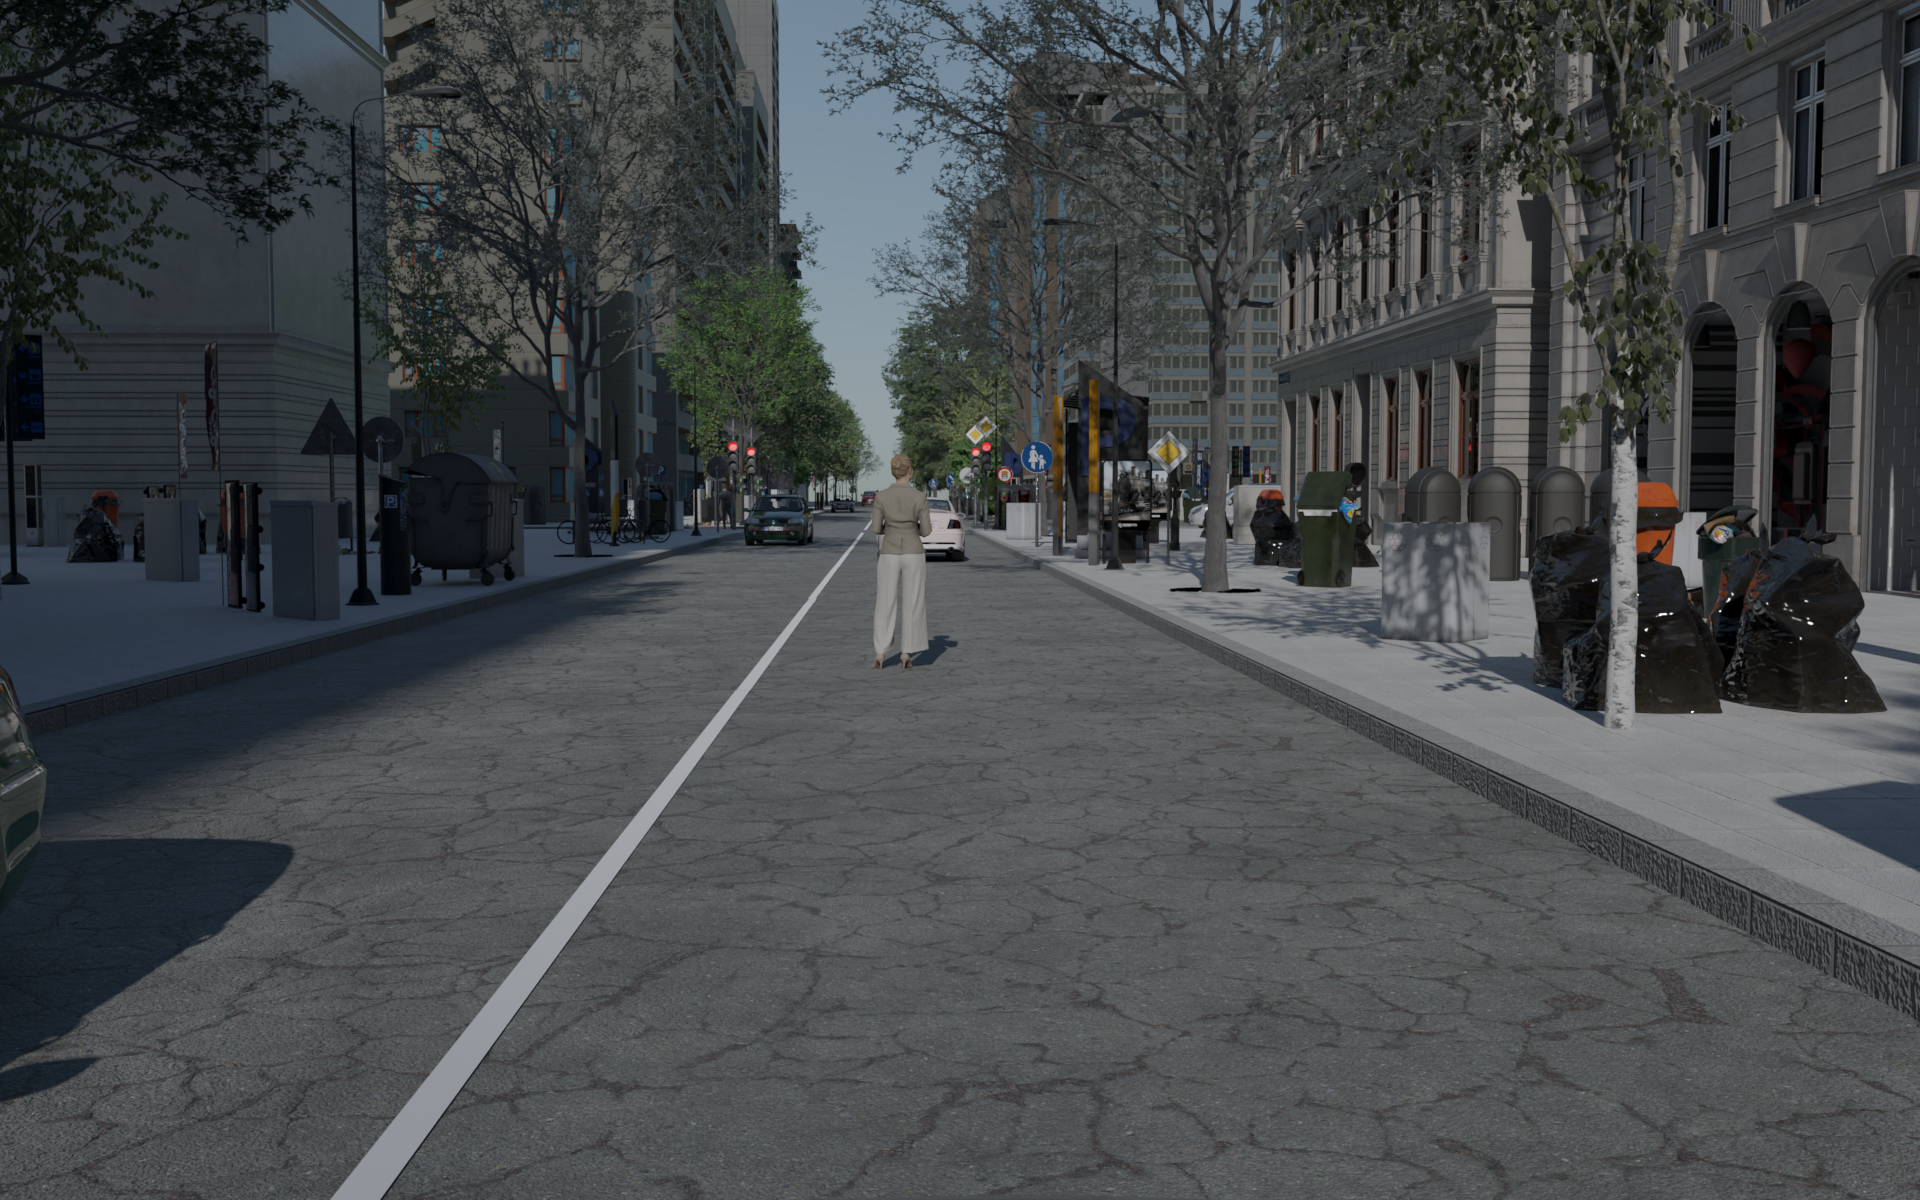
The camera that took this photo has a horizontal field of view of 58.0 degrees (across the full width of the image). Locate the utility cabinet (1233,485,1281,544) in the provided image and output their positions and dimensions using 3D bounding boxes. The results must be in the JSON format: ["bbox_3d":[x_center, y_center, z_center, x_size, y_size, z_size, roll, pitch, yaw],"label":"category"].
[{"bbox_3d":[7.513,-2.152,43.856,1.173,1.500,0.318,-1,4,-17],"label":"utility cabinet"}]

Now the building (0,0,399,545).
[{"bbox_3d":[-27.284,-12.949,47.881,21.152,22.565,11.583,0,4,-2],"label":"building"}]

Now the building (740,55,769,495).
[{"bbox_3d":[-32.350,-34.649,190.211,21.300,48.544,21.600,0,4,-2],"label":"building"}]

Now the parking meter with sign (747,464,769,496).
[{"bbox_3d":[-11.612,-6.173,97.188,1.738,3.016,0.543,-1,4,-15],"label":"parking meter with sign"}]

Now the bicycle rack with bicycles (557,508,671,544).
[{"bbox_3d":[-9.047,-1.955,45.352,2.925,0.926,2.852,-1,4,-12],"label":"bicycle rack with bicycles"}]

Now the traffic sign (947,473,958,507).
[{"bbox_3d":[-0.424,-6.386,104.517,0.768,2.556,0.104,0,4,-1],"label":"traffic sign"}]

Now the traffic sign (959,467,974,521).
[{"bbox_3d":[0.337,-5.041,82.528,0.768,2.556,0.104,0,3,0],"label":"traffic sign"}]

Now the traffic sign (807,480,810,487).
[{"bbox_3d":[-12.353,-8.474,138.657,0.768,2.556,0.104,0,4,-1],"label":"traffic sign"}]

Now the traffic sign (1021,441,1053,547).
[{"bbox_3d":[1.864,-2.556,41.895,0.768,2.556,0.104,0,4,4],"label":"traffic sign"}]

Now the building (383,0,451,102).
[{"bbox_3d":[-30.662,-30.890,128.745,21.300,48.544,21.600,0,4,-2],"label":"building"}]

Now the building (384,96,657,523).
[{"bbox_3d":[-31.813,-15.023,90.669,27.650,21.520,28.899,0,4,-2],"label":"building"}]

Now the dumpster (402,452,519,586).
[{"bbox_3d":[-7.128,-1.163,24.779,1.264,1.857,1.865,0,4,-2],"label":"dumpster"}]

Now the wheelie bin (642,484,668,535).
[{"bbox_3d":[-9.584,-2.843,54.395,0.693,1.594,0.980,-2,4,-34],"label":"wheelie bin"}]

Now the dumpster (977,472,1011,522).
[{"bbox_3d":[1.503,-4.584,77.446,1.502,2.255,1.985,0,4,-2],"label":"dumpster"}]

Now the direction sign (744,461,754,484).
[{"bbox_3d":[-12.071,-6.562,99.291,0.876,3.537,0.379,0,4,-4],"label":"direction sign"}]

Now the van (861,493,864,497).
[{"bbox_3d":[-11.564,-13.015,219.812,2.013,2.044,4.112,0,4,-2],"label":"van"}]

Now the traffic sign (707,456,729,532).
[{"bbox_3d":[-8.149,-3.556,58.252,0.768,2.556,0.104,0,4,7],"label":"traffic sign"}]

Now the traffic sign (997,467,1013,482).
[{"bbox_3d":[2.075,-4.924,80.610,0.768,2.556,0.104,0,4,1],"label":"traffic sign"}]

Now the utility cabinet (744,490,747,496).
[{"bbox_3d":[-12.349,-5.742,102.562,1.173,1.500,0.318,0,4,-6],"label":"utility cabinet"}]

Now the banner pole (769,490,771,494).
[{"bbox_3d":[-11.525,-7.031,104.967,0.401,3.779,0.863,0,4,-7],"label":"banner pole"}]

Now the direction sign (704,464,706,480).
[{"bbox_3d":[-16.071,-7.210,109.885,0.379,3.537,0.876,-2,4,-27],"label":"direction sign"}]

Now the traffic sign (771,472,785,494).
[{"bbox_3d":[-10.266,-5.965,97.632,0.768,2.556,0.104,0,4,0],"label":"traffic sign"}]

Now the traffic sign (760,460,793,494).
[{"bbox_3d":[-10.805,-6.526,100.574,2.265,3.308,0.079,0,4,3],"label":"traffic sign"}]

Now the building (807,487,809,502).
[{"bbox_3d":[-33.111,-31.937,293.876,14.160,30.474,14.107,0,4,-2],"label":"building"}]

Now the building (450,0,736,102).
[{"bbox_3d":[-31.466,-32.461,154.437,21.300,48.544,21.600,0,4,-2],"label":"building"}]

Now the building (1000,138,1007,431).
[{"bbox_3d":[16.048,-33.281,198.770,22.147,44.769,28.867,0,4,-2],"label":"building"}]

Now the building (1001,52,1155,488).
[{"bbox_3d":[12.177,-32.231,177.092,14.600,45.320,14.200,0,4,-2],"label":"building"}]

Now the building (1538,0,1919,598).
[{"bbox_3d":[17.515,-10.973,21.211,13.314,21.916,24.055,0,4,-2],"label":"building"}]

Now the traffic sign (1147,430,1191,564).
[{"bbox_3d":[3.792,-1.855,31.511,0.795,2.450,0.064,0,4,5],"label":"traffic sign"}]

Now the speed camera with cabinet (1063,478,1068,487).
[{"bbox_3d":[5.410,-6.360,98.313,2.038,3.252,0.660,-3,5,-43],"label":"speed camera with cabinet"}]

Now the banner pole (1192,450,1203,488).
[{"bbox_3d":[11.945,-5.965,87.548,0.401,3.779,0.863,-3,5,-40],"label":"banner pole"}]

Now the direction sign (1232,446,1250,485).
[{"bbox_3d":[13.200,-5.470,81.438,0.876,3.537,0.379,2,4,24],"label":"direction sign"}]

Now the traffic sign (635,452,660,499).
[{"bbox_3d":[-9.533,-3.227,52.869,0.768,2.556,0.104,0,4,2],"label":"traffic sign"}]

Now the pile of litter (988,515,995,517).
[{"bbox_3d":[1.813,-5.172,98.522,1.176,0.858,1.719,-2,4,-24],"label":"pile of litter"}]

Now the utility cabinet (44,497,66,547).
[{"bbox_3d":[-22.094,-1.904,42.290,0.306,1.237,1.020,-1,4,-18],"label":"utility cabinet"}]

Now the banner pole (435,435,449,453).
[{"bbox_3d":[-21.713,-5.065,72.834,0.401,3.779,0.863,3,4,37],"label":"banner pole"}]

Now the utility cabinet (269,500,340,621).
[{"bbox_3d":[-6.785,-0.415,17.952,0.306,1.237,1.020,-3,5,-44],"label":"utility cabinet"}]

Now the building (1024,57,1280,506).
[{"bbox_3d":[22.354,-28.544,158.570,32.217,40.220,23.993,0,4,-2],"label":"building"}]

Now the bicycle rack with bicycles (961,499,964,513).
[{"bbox_3d":[0.457,-6.224,115.149,2.925,0.926,2.852,0,4,7],"label":"bicycle rack with bicycles"}]

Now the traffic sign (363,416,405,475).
[{"bbox_3d":[-9.465,-1.728,28.354,0.768,2.556,0.104,0,4,6],"label":"traffic sign"}]

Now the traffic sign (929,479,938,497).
[{"bbox_3d":[-2.220,-8.887,145.402,0.768,2.556,0.104,0,4,-1],"label":"traffic sign"}]

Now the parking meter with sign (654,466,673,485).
[{"bbox_3d":[-18.321,-6.874,108.656,0.543,3.016,1.738,1,4,20],"label":"parking meter with sign"}]

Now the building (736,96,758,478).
[{"bbox_3d":[-27.658,-29.920,172.794,14.154,41.232,14.086,0,4,-2],"label":"building"}]

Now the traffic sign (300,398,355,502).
[{"bbox_3d":[-8.514,-1.437,23.494,0.884,2.594,0.081,0,4,4],"label":"traffic sign"}]

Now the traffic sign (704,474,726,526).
[{"bbox_3d":[-9.813,-4.249,69.470,0.884,2.594,0.081,0,4,3],"label":"traffic sign"}]

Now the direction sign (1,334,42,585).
[{"bbox_3d":[-13.443,-1.990,24.533,0.876,3.537,0.379,-2,4,-30],"label":"direction sign"}]

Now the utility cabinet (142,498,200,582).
[{"bbox_3d":[-11.660,-0.885,25.625,1.020,1.237,0.306,2,4,35],"label":"utility cabinet"}]

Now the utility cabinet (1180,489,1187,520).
[{"bbox_3d":[10.971,-4.564,83.296,0.318,1.500,1.173,2,4,32],"label":"utility cabinet"}]

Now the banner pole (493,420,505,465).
[{"bbox_3d":[-15.633,-4.212,58.883,0.863,3.779,0.401,3,5,43],"label":"banner pole"}]

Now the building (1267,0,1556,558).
[{"bbox_3d":[15.302,-12.713,44.011,11.583,22.565,21.152,0,4,-2],"label":"building"}]

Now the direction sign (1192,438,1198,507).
[{"bbox_3d":[9.593,-4.816,70.736,0.379,3.537,0.876,1,4,20],"label":"direction sign"}]

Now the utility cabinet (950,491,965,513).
[{"bbox_3d":[-0.088,-6.622,116.956,1.173,1.500,0.318,1,4,15],"label":"utility cabinet"}]

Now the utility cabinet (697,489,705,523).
[{"bbox_3d":[-11.420,-4.102,75.752,0.318,1.500,1.173,0,4,1],"label":"utility cabinet"}]

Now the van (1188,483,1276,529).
[{"bbox_3d":[10.829,-3.636,66.456,4.112,2.044,2.013,0,4,-1],"label":"van"}]

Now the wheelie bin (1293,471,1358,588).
[{"bbox_3d":[5.069,-0.984,23.995,0.980,1.594,0.693,3,4,38],"label":"wheelie bin"}]

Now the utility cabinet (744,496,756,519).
[{"bbox_3d":[-8.901,-3.796,73.220,0.306,1.237,1.020,1,4,12],"label":"utility cabinet"}]

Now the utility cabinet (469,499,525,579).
[{"bbox_3d":[-7.123,-0.947,26.648,0.306,1.237,1.020,1,4,23],"label":"utility cabinet"}]

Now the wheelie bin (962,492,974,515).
[{"bbox_3d":[0.560,-6.061,107.006,0.693,1.594,0.980,2,4,25],"label":"wheelie bin"}]
